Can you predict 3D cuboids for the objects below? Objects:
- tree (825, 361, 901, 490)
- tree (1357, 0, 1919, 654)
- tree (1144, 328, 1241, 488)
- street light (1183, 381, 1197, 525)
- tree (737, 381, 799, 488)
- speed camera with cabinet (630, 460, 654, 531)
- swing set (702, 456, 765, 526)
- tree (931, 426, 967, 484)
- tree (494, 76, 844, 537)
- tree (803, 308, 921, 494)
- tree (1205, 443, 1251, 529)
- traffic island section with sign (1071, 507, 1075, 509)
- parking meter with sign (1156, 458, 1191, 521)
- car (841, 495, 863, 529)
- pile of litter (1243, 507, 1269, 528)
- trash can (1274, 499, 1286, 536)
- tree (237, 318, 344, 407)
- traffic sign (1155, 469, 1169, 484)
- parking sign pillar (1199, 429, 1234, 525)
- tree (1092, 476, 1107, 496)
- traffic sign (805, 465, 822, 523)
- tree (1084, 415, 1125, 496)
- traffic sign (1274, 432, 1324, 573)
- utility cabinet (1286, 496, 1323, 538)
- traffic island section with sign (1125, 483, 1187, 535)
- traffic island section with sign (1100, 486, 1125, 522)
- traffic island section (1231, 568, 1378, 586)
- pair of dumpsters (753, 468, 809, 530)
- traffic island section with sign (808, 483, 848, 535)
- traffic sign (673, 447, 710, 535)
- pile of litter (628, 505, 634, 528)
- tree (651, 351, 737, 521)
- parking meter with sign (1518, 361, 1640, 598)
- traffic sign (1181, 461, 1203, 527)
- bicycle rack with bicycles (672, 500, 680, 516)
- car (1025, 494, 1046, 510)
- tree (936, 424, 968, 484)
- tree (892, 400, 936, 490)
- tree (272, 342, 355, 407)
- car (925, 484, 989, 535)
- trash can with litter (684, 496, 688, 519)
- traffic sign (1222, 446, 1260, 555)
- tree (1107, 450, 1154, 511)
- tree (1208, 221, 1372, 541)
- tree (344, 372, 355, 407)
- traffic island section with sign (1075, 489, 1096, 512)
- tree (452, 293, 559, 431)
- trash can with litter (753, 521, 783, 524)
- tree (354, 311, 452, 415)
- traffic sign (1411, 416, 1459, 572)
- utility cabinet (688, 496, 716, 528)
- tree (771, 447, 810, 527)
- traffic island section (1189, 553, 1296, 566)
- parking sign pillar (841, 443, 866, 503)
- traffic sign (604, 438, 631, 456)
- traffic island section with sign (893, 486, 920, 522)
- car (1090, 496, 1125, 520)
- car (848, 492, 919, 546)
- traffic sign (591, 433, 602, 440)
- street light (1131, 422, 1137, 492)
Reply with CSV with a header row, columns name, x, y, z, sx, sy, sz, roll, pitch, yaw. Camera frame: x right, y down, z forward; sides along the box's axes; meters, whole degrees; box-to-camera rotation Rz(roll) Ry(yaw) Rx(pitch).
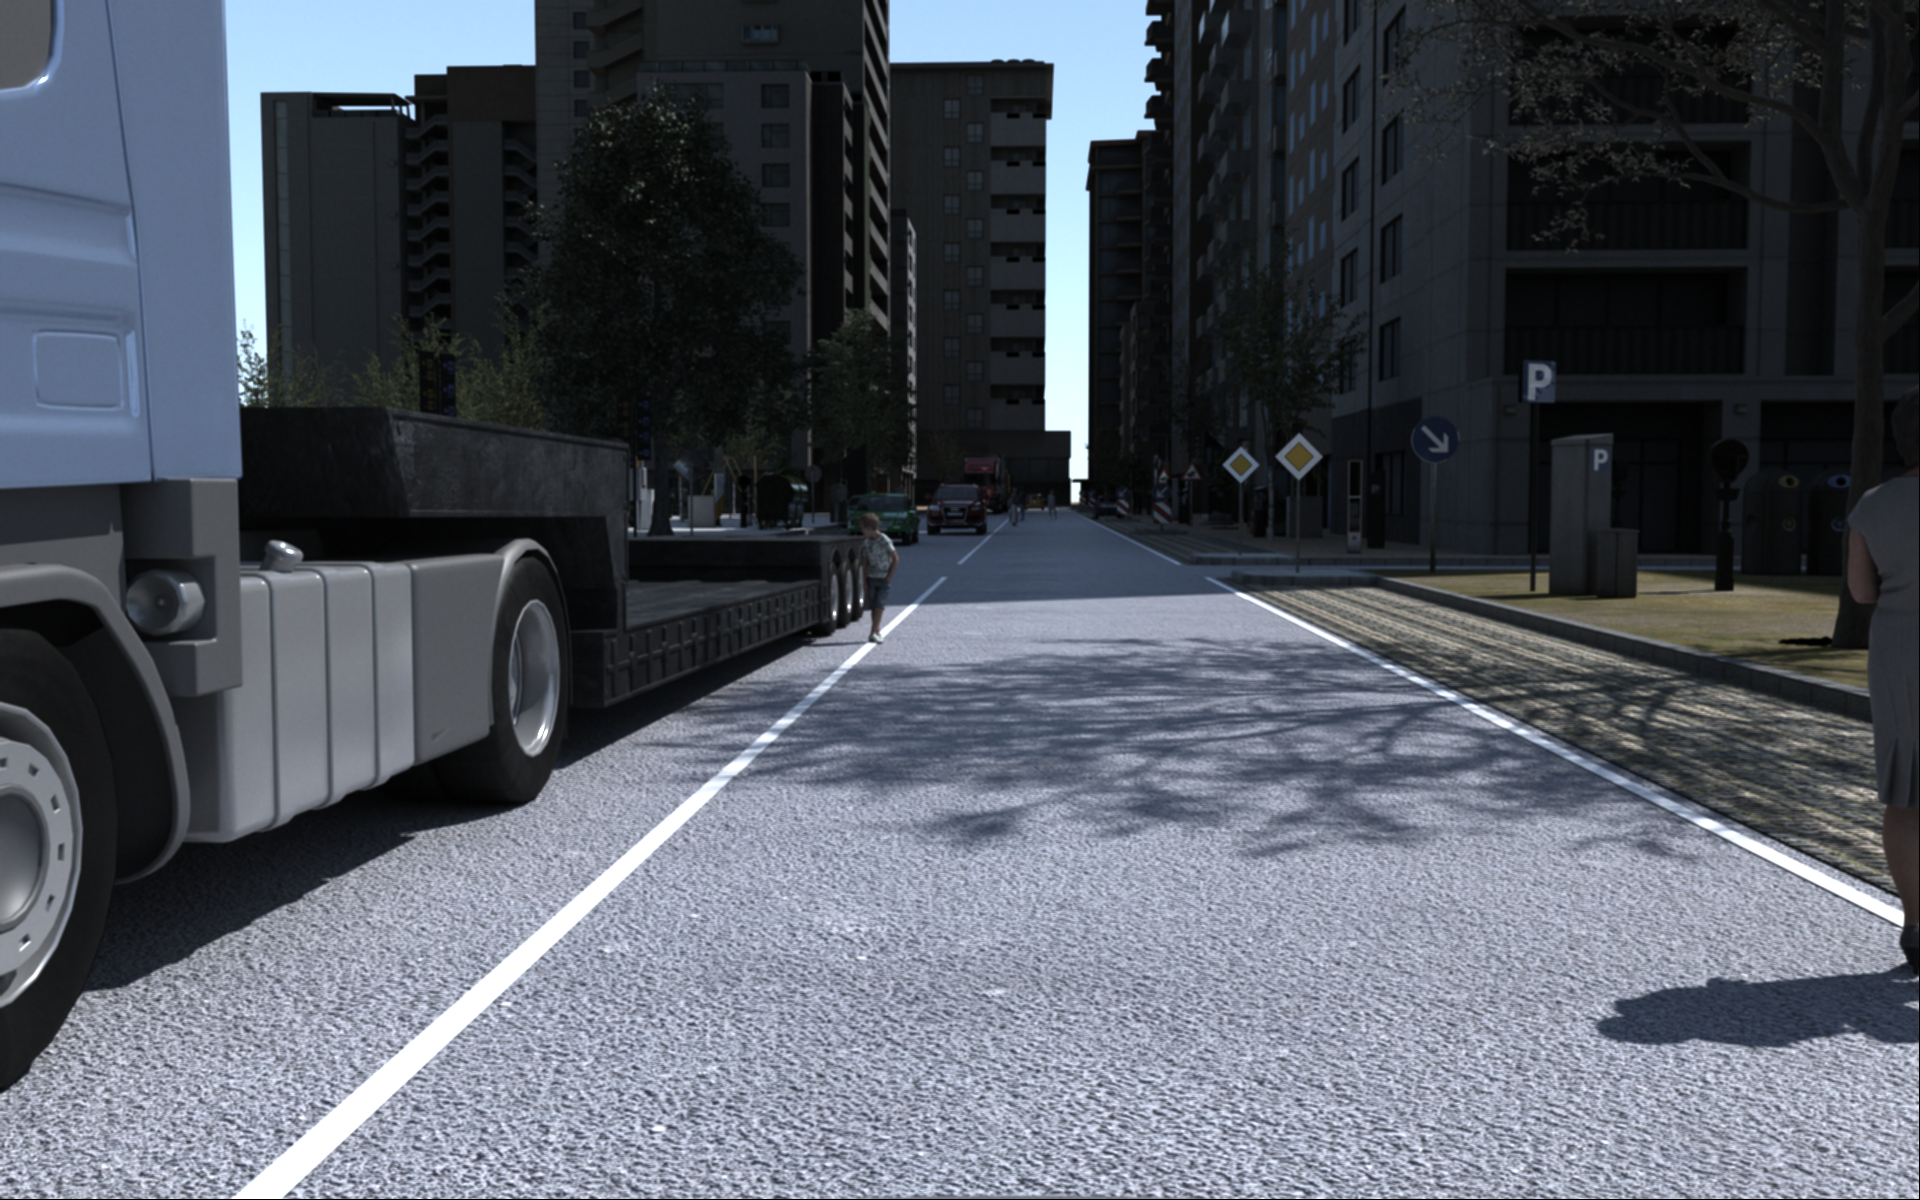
name,x,y,z,sx,sy,sz,roll,pitch,yaw
tree,-5.394,-8.937,96.480,4.737,8.622,4.395,0,3,0
tree,7.660,-6.346,14.122,12.009,13.543,11.850,0,3,0
tree,10.461,-7.796,77.830,4.360,8.622,3.978,0,3,0
street light,9.353,-5.988,70.685,0.468,5.910,1.993,0,4,3
tree,-10.871,-9.037,98.121,4.737,8.622,4.395,0,3,0
speed camera with cabinet,-11.163,-4.075,60.957,0.660,3.252,2.038,1,4,9
swing set,-9.658,-4.546,71.955,2.862,2.851,3.119,0,4,0
tree,-1.314,-14.628,189.533,4.737,8.622,4.395,0,3,0
tree,-8.340,-8.020,48.137,9.611,12.733,9.660,0,3,0
tree,-6.058,-11.511,106.334,7.486,12.596,7.792,0,3,0
tree,9.610,-4.210,63.433,1.663,3.219,1.824,0,3,0
traffic island section with sign,11.582,-9.585,165.348,1.989,1.847,2.006,0,4,3
parking meter with sign,10.382,-5.361,83.912,1.738,3.016,0.543,2,4,30
car,-3.985,-3.756,73.410,2.014,1.417,4.499,0,4,3
pile of litter,11.441,-3.222,66.646,1.176,0.858,1.719,2,4,32
trash can,9.797,-2.513,52.733,0.748,1.137,0.748,0,3,0
tree,-29.437,-7.530,73.484,4.737,8.622,4.395,0,3,0
traffic sign,10.380,-5.398,88.257,0.884,2.594,0.081,0,4,6
parking sign pillar,10.684,-5.113,72.067,1.447,3.967,1.447,-2,4,-35
tree,13.970,-10.710,169.710,1.663,3.219,1.824,0,3,0
traffic sign,-6.452,-4.645,76.055,0.768,2.556,0.104,0,4,7
tree,13.599,-12.913,161.492,4.737,8.622,4.395,0,3,0
traffic sign,5.499,-1.500,28.166,0.795,2.450,0.064,0,4,3
utility cabinet,10.060,-2.412,50.603,1.020,1.237,0.306,-1,4,-10
traffic island section with sign,6.999,-3.228,61.403,1.989,1.847,2.006,0,4,3
traffic island section with sign,8.218,-4.914,88.971,1.989,1.847,2.006,0,4,3
traffic island section,5.523,-0.365,28.243,2.009,0.180,2.903,0,4,3
pair of dumpsters,-6.591,-3.740,63.641,1.574,2.255,4.437,0,4,2
traffic island section with sign,-4.283,-3.234,61.510,1.989,1.847,2.006,0,4,3
traffic sign,-5.681,-2.020,36.671,0.795,2.450,0.064,0,4,3
pile of litter,-12.885,-3.211,66.469,1.176,0.858,1.719,2,4,32
tree,-13.491,-8.144,83.519,4.737,8.622,4.395,0,3,0
parking meter with sign,7.889,-1.576,22.028,0.543,3.016,1.738,-1,4,-23
traffic sign,9.019,-4.123,67.411,0.884,2.594,0.081,0,4,8
bicycle rack with bicycles,-15.894,-5.377,101.292,2.925,0.926,2.852,-2,4,-34
car,6.613,-8.783,153.820,2.015,1.641,3.980,0,4,2
tree,-1.691,-13.971,178.787,4.360,8.622,3.978,0,3,0
tree,-4.405,-11.178,133.128,4.360,8.622,3.978,0,3,0
tree,-30.846,-8.121,83.135,4.360,8.622,3.978,0,3,0
car,-0.075,-3.286,62.401,2.281,1.827,5.304,0,4,2
trash can with litter,-14.084,-4.774,89.440,0.624,1.170,1.055,0,4,-1
traffic sign,5.851,-1.988,36.144,0.795,2.450,0.064,0,4,3
tree,12.648,-8.841,128.264,4.285,4.588,4.351,0,3,0
tree,8.603,-5.895,46.746,4.737,8.622,4.395,0,3,0
tree,-30.232,-8.602,90.998,4.737,8.622,4.395,0,3,0
traffic island section with sign,10.396,-7.931,138.293,1.989,1.847,2.006,0,4,3
tree,-15.551,-6.830,62.041,4.737,8.622,4.395,0,3,0
trash can with litter,-8.527,-3.961,75.822,1.678,1.210,2.233,1,4,21
tree,-21.467,-7.255,68.988,4.737,8.622,4.395,0,3,0
traffic sign,7.754,-1.727,28.341,0.768,2.556,0.104,0,4,5
utility cabinet,-9.836,-3.352,65.963,1.020,1.237,0.306,0,4,1
tree,-6.947,-4.461,67.546,1.663,3.219,1.824,0,3,0
traffic island section,5.875,-0.853,36.220,2.009,0.180,2.903,0,4,3
parking sign pillar,-5.632,-6.299,91.456,1.447,3.967,1.447,-1,4,-14
traffic sign,-7.818,-2.385,39.109,0.768,2.556,0.104,0,4,3
traffic island section with sign,-3.065,-4.923,89.114,1.989,1.847,2.006,0,4,3
car,8.385,-5.236,98.194,1.945,1.354,3.894,0,4,2
car,-2.169,-2.494,49.575,1.959,1.807,4.718,0,4,2
traffic sign,-6.033,-1.532,28.694,0.795,2.450,0.064,0,4,3
street light,11.138,-8.430,110.615,0.468,5.910,1.993,0,4,3
